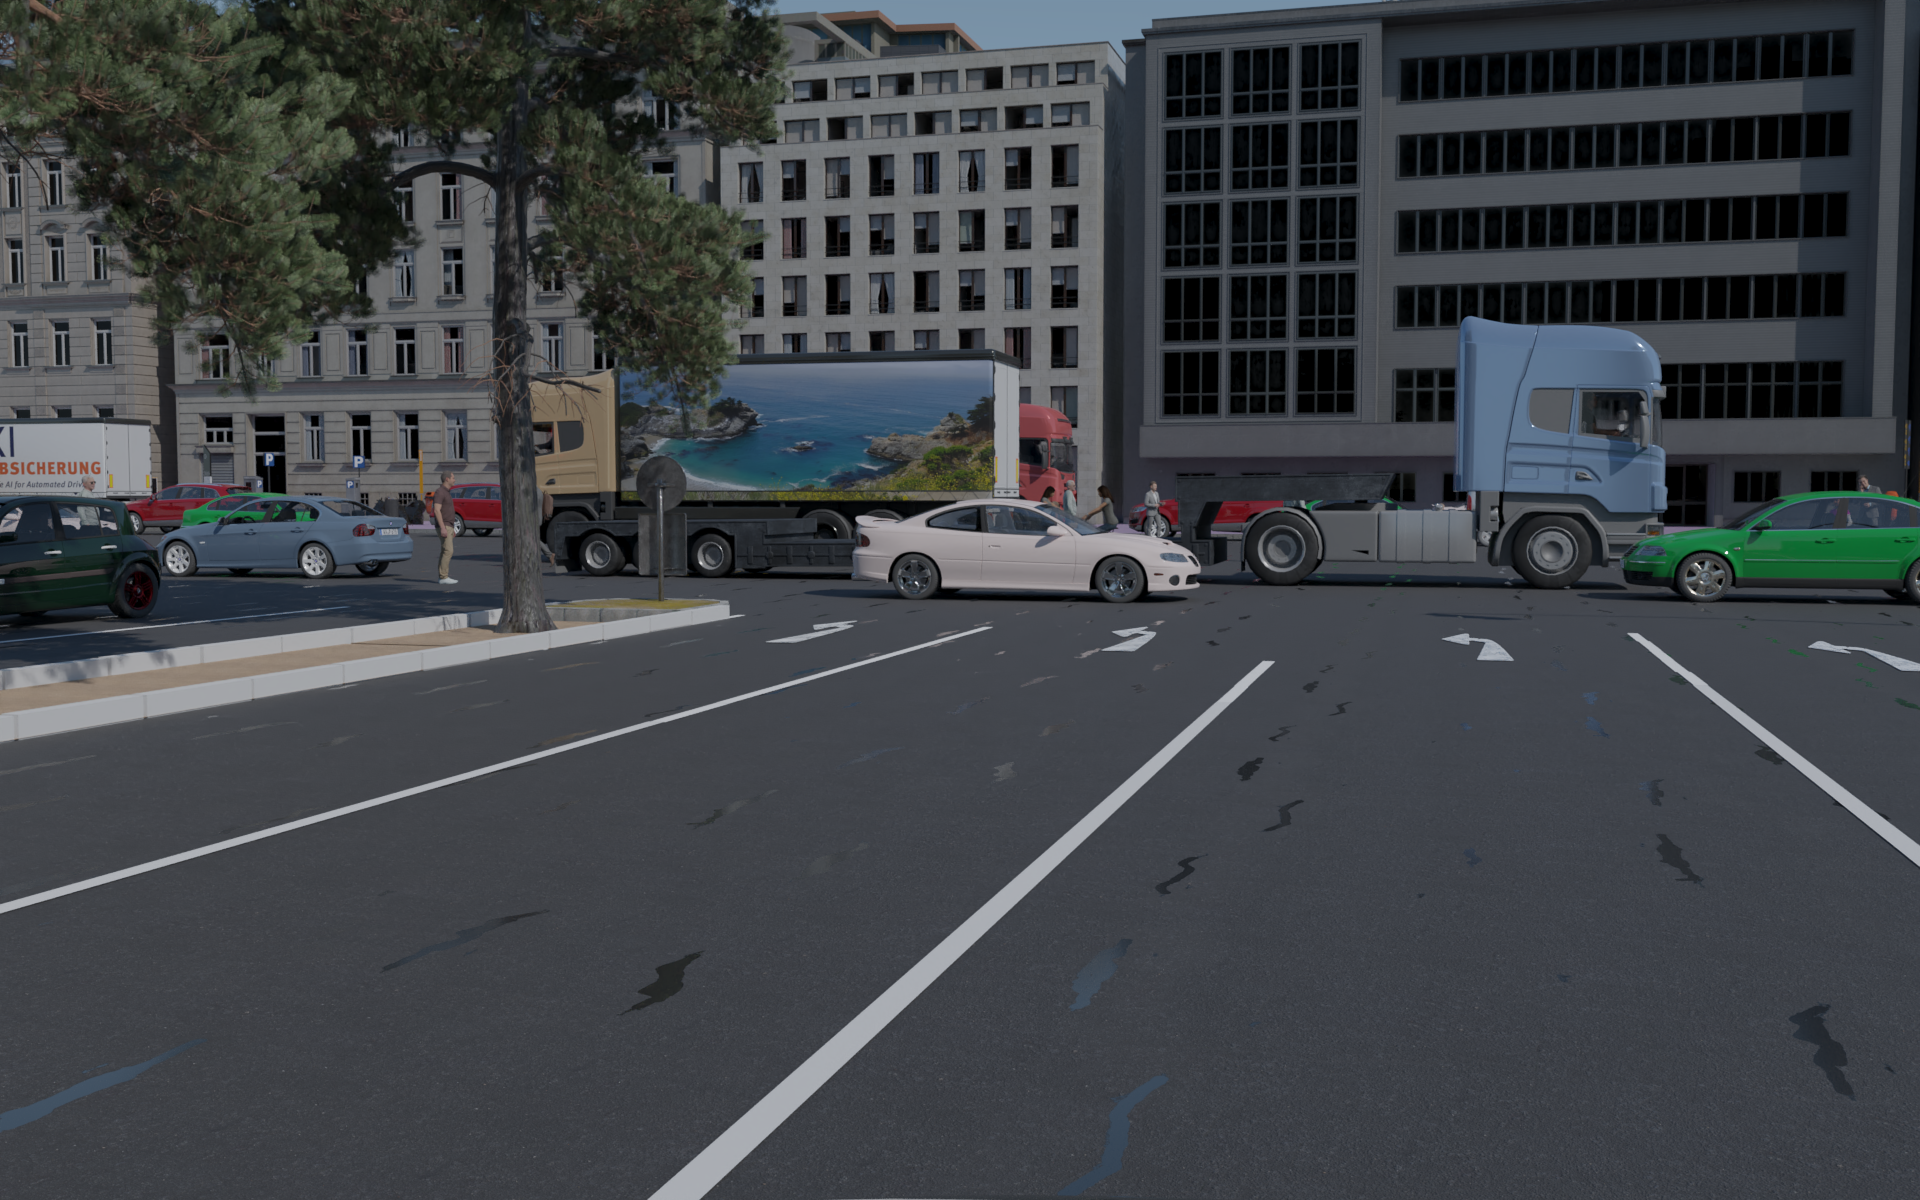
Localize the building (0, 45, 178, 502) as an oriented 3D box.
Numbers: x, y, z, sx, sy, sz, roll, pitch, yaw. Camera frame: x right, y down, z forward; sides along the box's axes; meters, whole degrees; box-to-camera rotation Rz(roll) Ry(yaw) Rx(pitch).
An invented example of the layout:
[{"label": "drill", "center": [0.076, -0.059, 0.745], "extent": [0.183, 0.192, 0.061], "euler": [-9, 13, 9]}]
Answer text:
[{"label": "building", "center": [-50.867, -18.135, 93.773], "extent": [25.104, 27.353, 12.463], "euler": [1, 4, 16]}]

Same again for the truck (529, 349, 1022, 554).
[{"label": "truck", "center": [-4.481, -2.877, 35.950], "extent": [11.283, 4.237, 2.839], "euler": [1, 4, 14]}]

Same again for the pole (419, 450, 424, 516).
[{"label": "pole", "center": [-24.730, -5.240, 79.512], "extent": [0.158, 3.312, 0.155], "euler": [0, 3, 0]}]

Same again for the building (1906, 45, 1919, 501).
[{"label": "building", "center": [44.657, -14.497, 66.703], "extent": [15.834, 23.373, 12.332], "euler": [1, 4, 16]}]

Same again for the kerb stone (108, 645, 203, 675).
[{"label": "kerb stone", "center": [-6.578, 0.496, 14.083], "extent": [0.120, 0.150, 1.000], "euler": [1, 4, 16]}]

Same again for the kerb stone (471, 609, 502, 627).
[{"label": "kerb stone", "center": [-5.158, 0.192, 19.052], "extent": [0.120, 0.150, 1.000], "euler": [1, 4, 16]}]

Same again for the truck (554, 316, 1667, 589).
[{"label": "truck", "center": [2.312, -2.383, 28.713], "extent": [18.799, 4.110, 2.967], "euler": [1, 4, 15]}]

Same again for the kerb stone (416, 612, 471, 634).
[{"label": "kerb stone", "center": [-5.448, 0.253, 18.058], "extent": [0.120, 0.150, 1.000], "euler": [1, 4, 16]}]

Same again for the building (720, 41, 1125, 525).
[{"label": "building", "center": [-0.976, -13.707, 78.857], "extent": [16.860, 20.320, 10.420], "euler": [1, 4, 16]}]

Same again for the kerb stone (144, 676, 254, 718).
[{"label": "kerb stone", "center": [-5.115, 0.651, 11.565], "extent": [0.120, 0.150, 1.000], "euler": [1, 4, 16]}]

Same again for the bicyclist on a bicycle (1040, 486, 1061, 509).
[{"label": "bicyclist on a bicycle", "center": [2.075, -1.773, 39.007], "extent": [1.625, 1.676, 1.499], "euler": [1, 4, 18]}]

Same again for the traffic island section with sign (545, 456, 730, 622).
[{"label": "traffic island section with sign", "center": [-3.739, -0.734, 20.140], "extent": [2.006, 1.907, 1.989], "euler": [1, 4, 16]}]

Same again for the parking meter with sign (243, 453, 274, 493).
[{"label": "parking meter with sign", "center": [-30.063, -4.736, 73.693], "extent": [1.738, 3.016, 0.543], "euler": [1, 4, 19]}]

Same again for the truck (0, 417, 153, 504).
[{"label": "truck", "center": [-36.215, -4.698, 65.718], "extent": [11.283, 4.237, 2.839], "euler": [1, 4, 15]}]

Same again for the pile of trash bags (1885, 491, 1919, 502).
[{"label": "pile of trash bags", "center": [30.504, -2.864, 56.579], "extent": [1.912, 1.369, 3.447], "euler": [2, 4, 30]}]

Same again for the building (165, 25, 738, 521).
[{"label": "building", "center": [-23.002, -15.584, 88.077], "extent": [30.059, 22.955, 16.112], "euler": [1, 4, 16]}]

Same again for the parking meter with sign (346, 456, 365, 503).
[{"label": "parking meter with sign", "center": [-27.461, -5.017, 78.290], "extent": [0.543, 3.016, 1.738], "euler": [0, 4, 2]}]

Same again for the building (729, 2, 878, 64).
[{"label": "building", "center": [-18.922, -27.336, 138.823], "extent": [32.217, 40.220, 23.993], "euler": [1, 4, 16]}]

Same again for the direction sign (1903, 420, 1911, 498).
[{"label": "direction sign", "center": [29.012, -3.739, 53.127], "extent": [0.379, 3.537, 0.876], "euler": [3, 4, 39]}]

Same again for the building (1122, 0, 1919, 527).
[{"label": "building", "center": [22.743, -15.588, 73.926], "extent": [30.058, 24.678, 14.314], "euler": [1, 4, 16]}]

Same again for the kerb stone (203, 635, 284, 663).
[{"label": "kerb stone", "center": [-6.288, 0.435, 15.081], "extent": [0.120, 0.150, 1.000], "euler": [1, 4, 16]}]

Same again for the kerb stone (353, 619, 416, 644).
[{"label": "kerb stone", "center": [-5.725, 0.314, 17.068], "extent": [0.120, 0.150, 1.000], "euler": [1, 4, 16]}]

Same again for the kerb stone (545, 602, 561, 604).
[{"label": "kerb stone", "center": [-4.881, 0.132, 20.043], "extent": [0.120, 0.150, 1.000], "euler": [1, 4, 16]}]

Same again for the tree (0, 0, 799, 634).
[{"label": "tree", "center": [-4.598, -5.694, 17.616], "extent": [6.751, 12.117, 7.091], "euler": [0, 3, 0]}]

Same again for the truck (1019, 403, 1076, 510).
[{"label": "truck", "center": [-1.840, -3.603, 47.826], "extent": [11.283, 4.237, 2.839], "euler": [1, 4, 16]}]

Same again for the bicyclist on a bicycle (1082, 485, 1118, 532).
[{"label": "bicyclist on a bicycle", "center": [2.851, -1.536, 35.143], "extent": [1.625, 1.676, 1.499], "euler": [1, 4, 14]}]

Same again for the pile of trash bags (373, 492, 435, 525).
[{"label": "pile of trash bags", "center": [-22.965, -3.816, 72.152], "extent": [3.447, 1.369, 1.912], "euler": [2, 4, 31]}]

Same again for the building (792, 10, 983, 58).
[{"label": "building", "center": [-11.134, -30.954, 160.730], "extent": [28.867, 44.769, 22.147], "euler": [1, 4, 16]}]

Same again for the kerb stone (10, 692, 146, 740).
[{"label": "kerb stone", "center": [-5.399, 0.711, 10.572], "extent": [0.120, 0.150, 1.000], "euler": [1, 4, 16]}]

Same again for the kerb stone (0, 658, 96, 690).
[{"label": "kerb stone", "center": [-6.868, 0.562, 13.097], "extent": [0.120, 0.150, 1.000], "euler": [1, 4, 16]}]

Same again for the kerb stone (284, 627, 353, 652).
[{"label": "kerb stone", "center": [-6.012, 0.375, 16.075], "extent": [0.120, 0.150, 1.000], "euler": [1, 4, 16]}]
